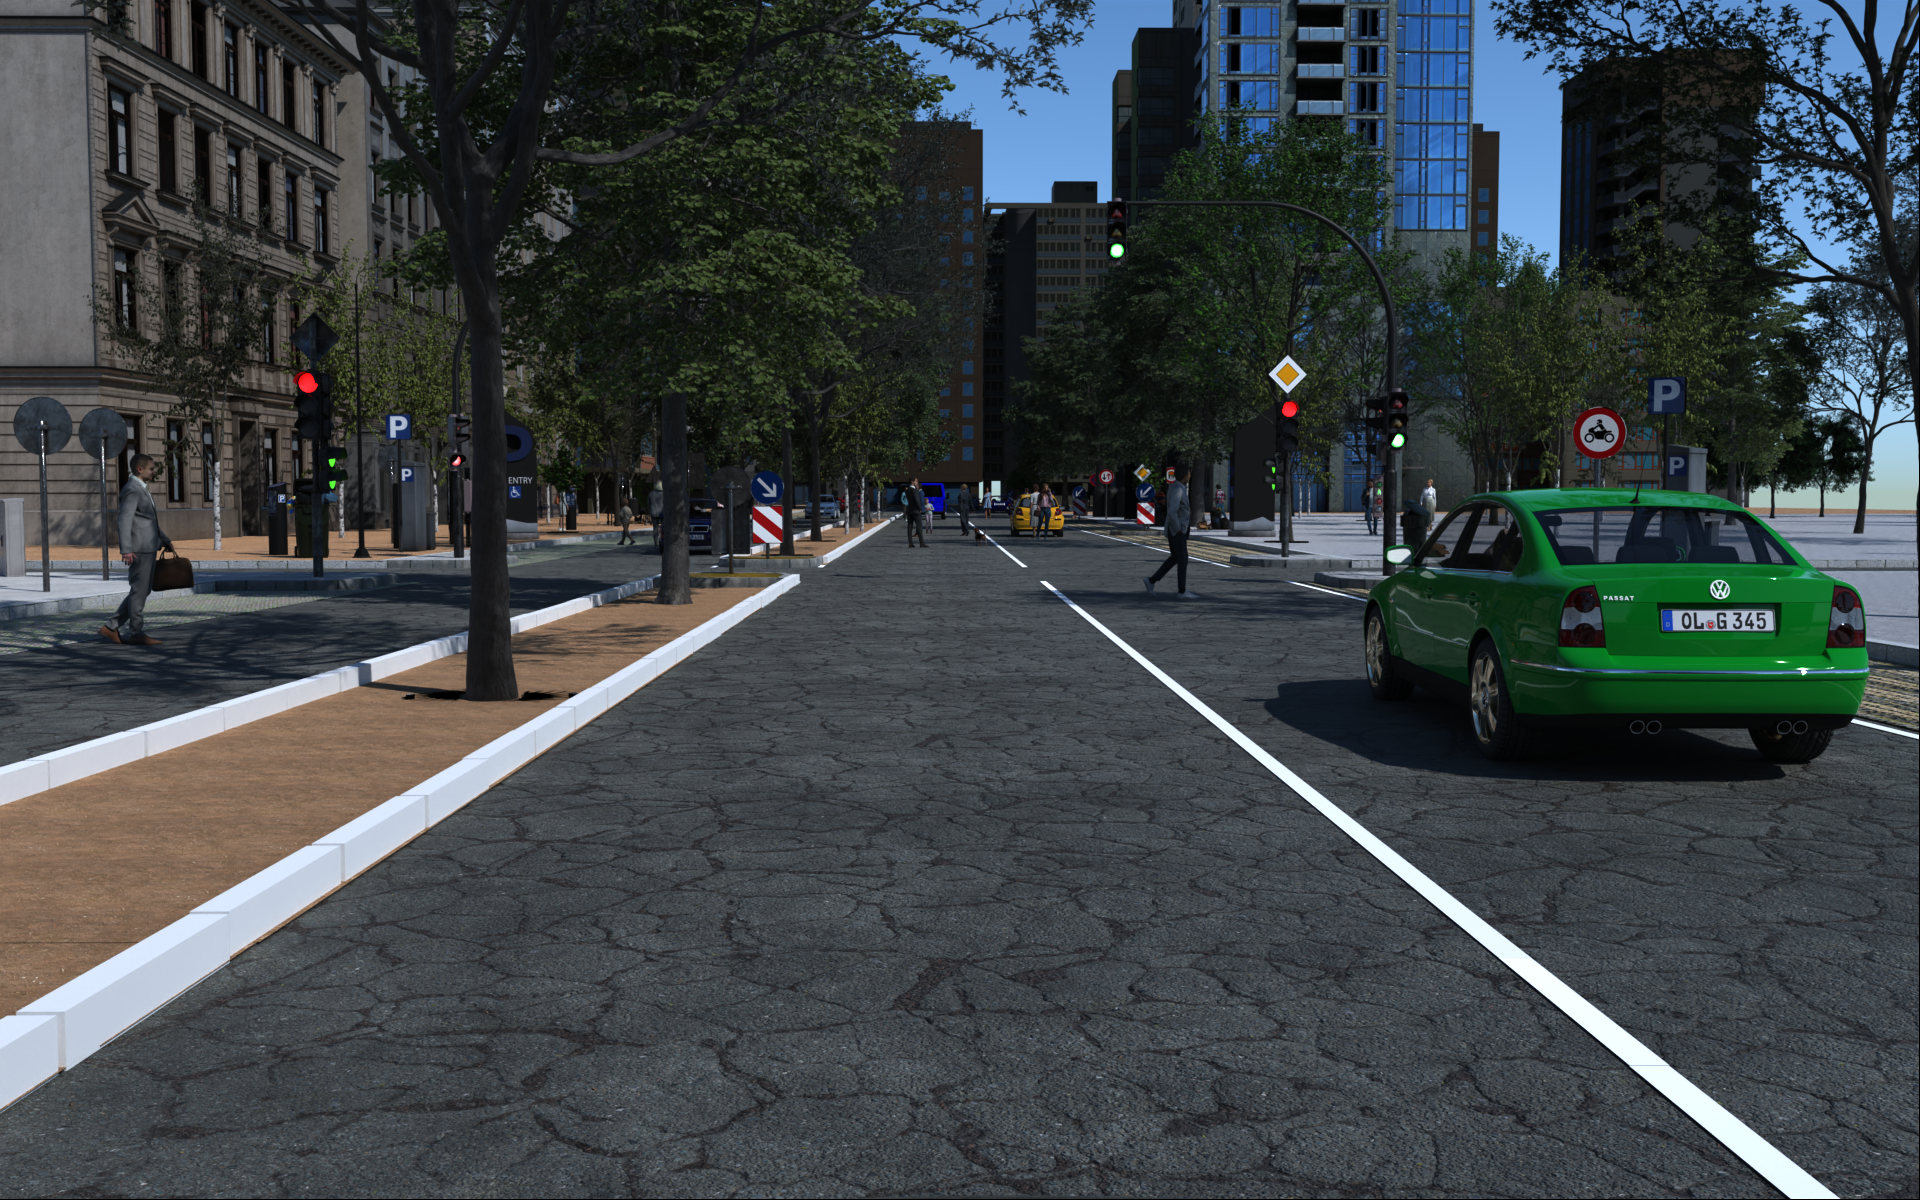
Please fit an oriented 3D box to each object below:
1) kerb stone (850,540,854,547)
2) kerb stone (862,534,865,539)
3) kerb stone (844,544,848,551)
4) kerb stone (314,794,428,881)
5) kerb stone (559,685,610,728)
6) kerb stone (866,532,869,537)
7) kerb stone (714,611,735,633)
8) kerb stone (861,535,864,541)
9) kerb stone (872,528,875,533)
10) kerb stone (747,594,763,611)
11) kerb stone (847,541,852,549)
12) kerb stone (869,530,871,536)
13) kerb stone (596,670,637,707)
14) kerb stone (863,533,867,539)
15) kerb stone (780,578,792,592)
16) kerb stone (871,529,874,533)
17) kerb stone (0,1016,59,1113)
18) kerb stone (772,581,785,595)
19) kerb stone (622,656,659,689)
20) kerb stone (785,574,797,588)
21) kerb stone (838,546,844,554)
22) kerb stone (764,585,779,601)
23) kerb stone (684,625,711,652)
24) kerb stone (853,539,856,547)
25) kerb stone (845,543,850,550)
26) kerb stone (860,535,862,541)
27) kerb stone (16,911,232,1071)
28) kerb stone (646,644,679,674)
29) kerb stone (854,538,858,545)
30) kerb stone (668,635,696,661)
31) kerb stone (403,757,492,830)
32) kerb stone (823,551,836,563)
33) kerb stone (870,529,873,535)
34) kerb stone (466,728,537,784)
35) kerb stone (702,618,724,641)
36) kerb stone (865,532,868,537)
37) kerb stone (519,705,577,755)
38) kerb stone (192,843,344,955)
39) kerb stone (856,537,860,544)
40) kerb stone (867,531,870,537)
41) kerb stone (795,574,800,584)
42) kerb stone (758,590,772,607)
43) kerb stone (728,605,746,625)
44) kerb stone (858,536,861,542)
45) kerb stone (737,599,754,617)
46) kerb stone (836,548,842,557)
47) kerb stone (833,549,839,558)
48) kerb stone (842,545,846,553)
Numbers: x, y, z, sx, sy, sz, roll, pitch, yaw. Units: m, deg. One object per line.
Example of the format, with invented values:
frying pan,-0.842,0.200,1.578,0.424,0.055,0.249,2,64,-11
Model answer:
kerb stone,-2.919,-1.413,45.301,0.120,0.150,1.000,0,4,-1
kerb stone,-3.025,-1.852,52.472,0.120,0.150,1.000,0,4,-1
kerb stone,-2.873,-1.225,42.218,0.120,0.150,1.000,0,4,-1
kerb stone,-2.326,0.938,6.859,0.120,0.150,1.000,0,4,-1
kerb stone,-2.388,0.687,10.960,0.120,0.150,1.000,0,4,-1
kerb stone,-3.067,-2.030,55.552,0.120,0.150,1.000,0,4,-1
kerb stone,-2.500,0.249,18.159,0.120,0.150,1.000,0,4,-1
kerb stone,-3.010,-1.786,51.450,0.120,0.150,1.000,0,4,-1
kerb stone,-3.153,-2.354,60.685,0.120,0.150,1.000,0,4,-1
kerb stone,-2.554,0.059,21.233,0.120,0.150,1.000,0,4,-1
kerb stone,-2.908,-1.347,44.268,0.120,0.150,1.000,0,4,-1
kerb stone,-3.107,-2.165,57.606,0.120,0.150,1.000,0,4,-1
kerb stone,-2.401,0.626,11.992,0.120,0.150,1.000,0,4,-1
kerb stone,-3.037,-1.914,53.494,0.120,0.150,1.000,0,4,-1
kerb stone,-2.603,-0.192,25.332,0.120,0.150,1.000,0,4,-1
kerb stone,-3.134,-2.288,59.656,0.120,0.150,1.000,0,4,-1
kerb stone,-2.276,1.128,3.769,0.120,0.150,1.000,0,4,-1
kerb stone,-2.597,-0.129,24.308,0.120,0.150,1.000,0,4,-1
kerb stone,-2.422,0.565,13.014,0.120,0.150,1.000,0,4,-1
kerb stone,-2.623,-0.254,26.354,0.120,0.150,1.000,0,4,-1
kerb stone,-2.832,-1.100,40.174,0.120,0.150,1.000,0,4,-1
kerb stone,-2.570,-0.067,23.284,0.120,0.150,1.000,0,4,-1
kerb stone,-2.462,0.373,16.092,0.120,0.150,1.000,0,4,-1
kerb stone,-2.934,-1.474,46.327,0.120,0.150,1.000,0,4,-1
kerb stone,-2.889,-1.281,43.241,0.120,0.150,1.000,0,4,-1
kerb stone,-2.994,-1.722,50.424,0.120,0.150,1.000,0,4,-1
kerb stone,-2.286,1.064,4.794,0.120,0.150,1.000,0,4,-1
kerb stone,-2.437,0.499,14.042,0.120,0.150,1.000,0,4,-1
kerb stone,-2.943,-1.535,47.349,0.120,0.150,1.000,0,4,-1
kerb stone,-2.452,0.438,15.070,0.120,0.150,1.000,0,4,-1
kerb stone,-2.333,0.875,7.884,0.120,0.150,1.000,0,4,-1
kerb stone,-2.794,-0.912,37.107,0.120,0.150,1.000,0,4,-1
kerb stone,-3.116,-2.223,58.634,0.120,0.150,1.000,0,4,-1
kerb stone,-2.362,0.813,8.905,0.120,0.150,1.000,0,4,-1
kerb stone,-2.481,0.312,17.128,0.120,0.150,1.000,0,4,-1
kerb stone,-3.057,-1.975,54.525,0.120,0.150,1.000,0,4,-1
kerb stone,-2.375,0.753,9.927,0.120,0.150,1.000,0,4,-1
kerb stone,-2.314,1.001,5.824,0.120,0.150,1.000,0,4,-1
kerb stone,-2.957,-1.601,48.375,0.120,0.150,1.000,0,4,-1
kerb stone,-3.093,-2.102,56.574,0.120,0.150,1.000,0,4,-1
kerb stone,-2.634,-0.310,27.376,0.120,0.150,1.000,0,4,-1
kerb stone,-2.555,0.001,22.262,0.120,0.150,1.000,0,4,-1
kerb stone,-2.514,0.191,19.181,0.120,0.150,1.000,0,4,-1
kerb stone,-2.974,-1.664,49.397,0.120,0.150,1.000,0,4,-1
kerb stone,-2.540,0.126,20.208,0.120,0.150,1.000,0,4,-1
kerb stone,-2.817,-1.037,39.152,0.120,0.150,1.000,0,4,-1
kerb stone,-2.807,-0.974,38.129,0.120,0.150,1.000,0,4,-1
kerb stone,-2.864,-1.162,41.196,0.120,0.150,1.000,0,4,-1
